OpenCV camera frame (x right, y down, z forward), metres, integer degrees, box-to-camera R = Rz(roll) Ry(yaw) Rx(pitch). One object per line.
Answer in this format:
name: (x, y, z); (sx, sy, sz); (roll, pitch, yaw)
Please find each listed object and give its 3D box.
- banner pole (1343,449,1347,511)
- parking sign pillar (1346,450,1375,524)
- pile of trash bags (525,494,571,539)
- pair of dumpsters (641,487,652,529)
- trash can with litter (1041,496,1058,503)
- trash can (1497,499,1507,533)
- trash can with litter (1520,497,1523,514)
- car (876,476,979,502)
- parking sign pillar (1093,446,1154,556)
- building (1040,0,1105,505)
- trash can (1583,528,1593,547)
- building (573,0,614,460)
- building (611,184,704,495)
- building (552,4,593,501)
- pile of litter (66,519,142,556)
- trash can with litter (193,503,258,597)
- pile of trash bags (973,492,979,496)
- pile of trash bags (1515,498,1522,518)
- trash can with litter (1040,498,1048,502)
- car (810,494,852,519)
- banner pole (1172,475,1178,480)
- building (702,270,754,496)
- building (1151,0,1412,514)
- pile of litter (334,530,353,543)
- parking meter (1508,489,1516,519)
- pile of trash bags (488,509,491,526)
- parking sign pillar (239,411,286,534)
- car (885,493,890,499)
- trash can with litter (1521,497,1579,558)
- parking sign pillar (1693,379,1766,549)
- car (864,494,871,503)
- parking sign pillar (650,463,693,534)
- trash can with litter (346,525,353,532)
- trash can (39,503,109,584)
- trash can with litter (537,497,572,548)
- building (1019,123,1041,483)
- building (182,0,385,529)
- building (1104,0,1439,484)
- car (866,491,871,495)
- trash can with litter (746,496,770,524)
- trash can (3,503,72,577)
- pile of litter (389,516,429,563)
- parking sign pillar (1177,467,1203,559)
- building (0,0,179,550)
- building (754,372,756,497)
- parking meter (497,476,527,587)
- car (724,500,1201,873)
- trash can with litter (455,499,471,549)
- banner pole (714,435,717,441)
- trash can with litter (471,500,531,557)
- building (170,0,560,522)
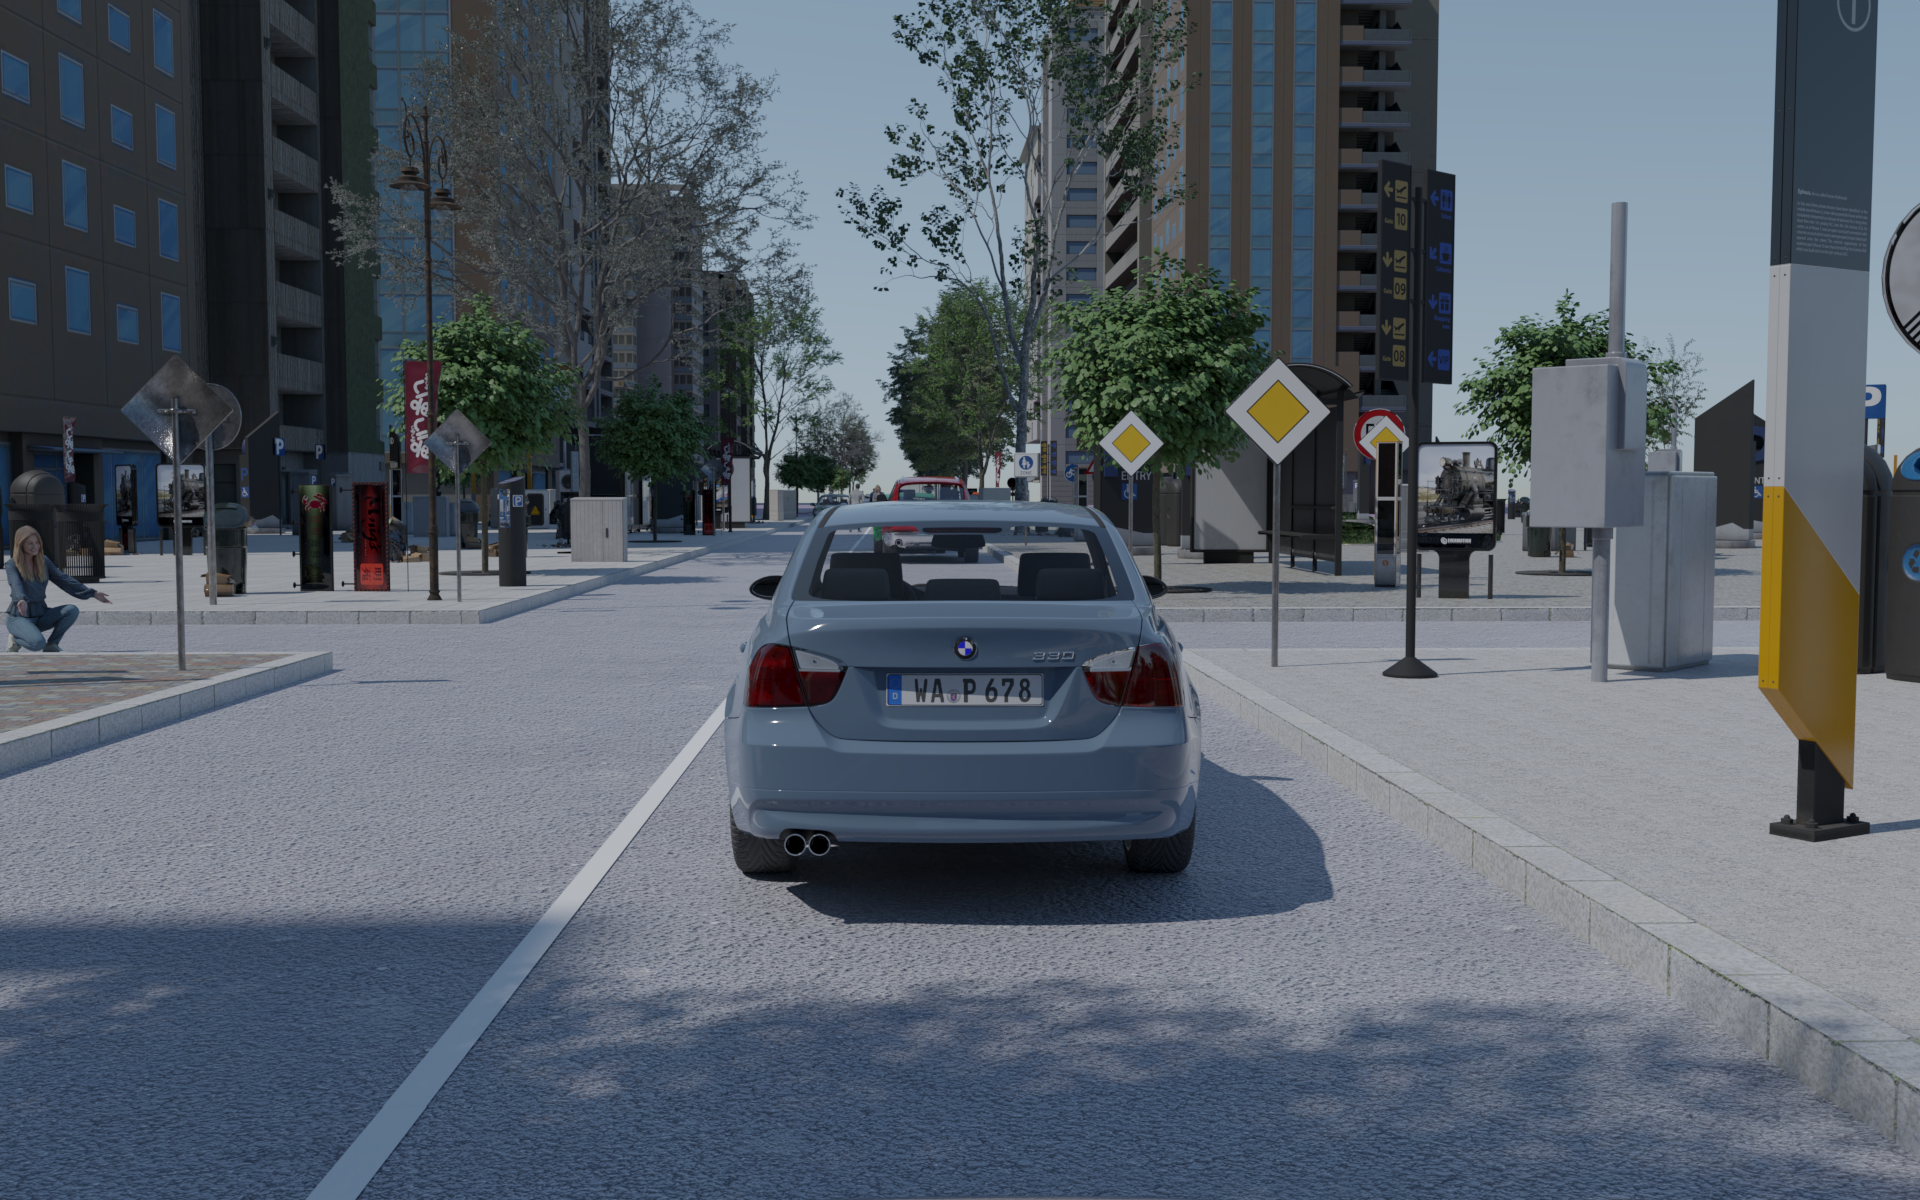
banner pole: (21.162, -6.453, 95.527); (0.401, 3.779, 0.863); (3, 5, 43)
parking sign pillar: (17.199, -5.220, 73.819); (1.447, 3.967, 1.447); (1, 4, 8)
pile of trash bags: (-11.393, -2.461, 49.993); (3.447, 1.369, 1.912); (0, 4, 2)
pair of dumpsters: (-12.109, -3.757, 63.925); (1.574, 2.255, 4.437); (0, 4, -2)
trash can with litter: (2.372, -2.620, 53.893); (2.233, 1.210, 1.678); (0, 4, -3)
trash can: (16.834, -2.620, 54.488); (0.748, 1.137, 0.748); (0, 3, 0)
trash can with litter: (25.213, -3.984, 76.523); (0.624, 1.170, 1.055); (-1, 4, -18)
car: (-0.684, -1.778, 37.742); (2.281, 1.827, 5.304); (0, 4, -3)
parking sign pillar: (3.495, -2.940, 36.543); (1.447, 3.967, 1.447); (-1, 4, -17)
building: (20.437, -41.032, 212.869); (21.231, 58.520, 28.212); (0, 4, -2)
trash can: (15.438, -1.854, 41.962); (0.748, 1.137, 0.748); (0, 3, 0)
building: (-35.381, -42.394, 131.392); (20.563, 71.187, 20.611); (0, 4, -2)
building: (-43.323, -31.342, 204.314); (32.217, 40.220, 23.993); (0, 4, -2)
building: (-38.469, -31.717, 107.820); (28.713, 52.752, 27.495); (0, 4, -2)
pile of litter: (-18.034, -1.360, 36.197); (1.719, 0.858, 1.176); (-1, 4, -17)
trash can with litter: (-9.279, -0.647, 21.972); (0.624, 1.170, 1.055); (-1, 4, -17)
pile of trash bags: (1.097, -4.849, 89.031); (1.912, 1.369, 3.447); (1, 4, 10)
pile of trash bags: (31.835, -5.247, 95.548); (3.447, 1.369, 1.912); (-3, 5, -44)
trash can with litter: (2.498, -2.851, 57.993); (1.055, 1.170, 0.624); (0, 4, 3)
car: (-5.442, -3.886, 75.337); (2.131, 1.459, 4.920); (0, 4, -3)
banner pole: (10.424, -5.721, 83.557); (0.401, 3.779, 0.863); (-3, 5, -41)
building: (-34.808, -27.660, 223.946); (14.160, 30.474, 14.107); (0, 4, -2)
building: (20.571, -28.384, 114.196); (14.600, 45.320, 14.200); (0, 4, -2)
pile of litter: (-16.061, -1.975, 46.249); (1.176, 0.858, 1.719); (2, 4, 30)
parking meter: (28.000, -4.862, 87.903); (0.372, 1.533, 0.369); (0, 3, 0)
pile of trash bags: (-17.309, -3.542, 67.670); (1.912, 1.369, 3.447); (-2, 4, -26)
parking sign pillar: (-22.638, -4.133, 56.041); (1.447, 3.967, 1.447); (2, 4, 26)
car: (-1.294, -2.125, 43.545); (1.959, 1.807, 4.718); (0, 4, -3)
trash can with litter: (12.036, -1.457, 35.207); (1.055, 1.170, 0.624); (1, 4, 15)
parking sign pillar: (18.224, -3.231, 41.295); (1.447, 3.967, 1.447); (3, 4, 39)
car: (-9.788, -10.920, 190.538); (2.014, 1.417, 4.499); (0, 4, -2)
parking sign pillar: (-9.436, -4.173, 56.703); (1.447, 3.967, 1.447); (-2, 4, -27)
trash can with litter: (-18.912, -2.665, 54.954); (1.055, 1.170, 0.624); (-3, 4, -39)
trash can: (-12.667, -0.814, 24.962); (0.748, 1.137, 0.748); (0, 3, 0)
trash can with litter: (-9.672, -1.900, 42.125); (1.678, 1.210, 2.233); (0, 4, 0)
building: (23.312, -39.924, 241.997); (28.713, 52.752, 27.495); (0, 4, -2)
building: (-30.366, -17.829, 63.204); (14.160, 30.474, 14.107); (0, 4, -2)
building: (22.833, -31.092, 132.058); (21.300, 48.544, 21.600); (0, 4, -2)
car: (-11.340, -12.883, 219.438); (1.959, 1.807, 4.718); (0, 4, -3)
trash can with litter: (-9.132, -3.952, 75.677); (1.678, 1.210, 2.233); (0, 4, -4)
trash can: (-14.081, -0.895, 26.285); (0.748, 1.137, 0.748); (0, 3, 0)
pile of litter: (-10.524, -1.172, 33.129); (1.176, 0.858, 1.719); (1, 4, 14)
parking sign pillar: (5.071, -2.815, 34.504); (1.447, 3.967, 1.447); (0, 4, 3)
building: (-28.265, -23.889, 40.700); (14.600, 45.320, 14.200); (0, 4, -2)
building: (-35.768, -28.520, 238.001); (14.160, 30.474, 14.107); (0, 4, -2)
parking meter: (-6.227, -0.958, 24.074); (0.372, 1.533, 0.369); (0, 3, 0)
car: (-0.002, 0.254, 7.843); (2.014, 1.417, 4.499); (0, 4, 0)
trash can with litter: (-11.441, -1.789, 40.630); (0.624, 1.170, 1.055); (-2, 4, -32)
banner pole: (-10.206, -5.128, 73.859); (0.863, 3.779, 0.401); (1, 4, 17)
trash can with litter: (-9.267, -1.459, 35.242); (1.055, 1.170, 0.624); (1, 4, 22)
building: (-28.247, -26.596, 84.954); (14.600, 45.320, 14.200); (0, 4, -2)
